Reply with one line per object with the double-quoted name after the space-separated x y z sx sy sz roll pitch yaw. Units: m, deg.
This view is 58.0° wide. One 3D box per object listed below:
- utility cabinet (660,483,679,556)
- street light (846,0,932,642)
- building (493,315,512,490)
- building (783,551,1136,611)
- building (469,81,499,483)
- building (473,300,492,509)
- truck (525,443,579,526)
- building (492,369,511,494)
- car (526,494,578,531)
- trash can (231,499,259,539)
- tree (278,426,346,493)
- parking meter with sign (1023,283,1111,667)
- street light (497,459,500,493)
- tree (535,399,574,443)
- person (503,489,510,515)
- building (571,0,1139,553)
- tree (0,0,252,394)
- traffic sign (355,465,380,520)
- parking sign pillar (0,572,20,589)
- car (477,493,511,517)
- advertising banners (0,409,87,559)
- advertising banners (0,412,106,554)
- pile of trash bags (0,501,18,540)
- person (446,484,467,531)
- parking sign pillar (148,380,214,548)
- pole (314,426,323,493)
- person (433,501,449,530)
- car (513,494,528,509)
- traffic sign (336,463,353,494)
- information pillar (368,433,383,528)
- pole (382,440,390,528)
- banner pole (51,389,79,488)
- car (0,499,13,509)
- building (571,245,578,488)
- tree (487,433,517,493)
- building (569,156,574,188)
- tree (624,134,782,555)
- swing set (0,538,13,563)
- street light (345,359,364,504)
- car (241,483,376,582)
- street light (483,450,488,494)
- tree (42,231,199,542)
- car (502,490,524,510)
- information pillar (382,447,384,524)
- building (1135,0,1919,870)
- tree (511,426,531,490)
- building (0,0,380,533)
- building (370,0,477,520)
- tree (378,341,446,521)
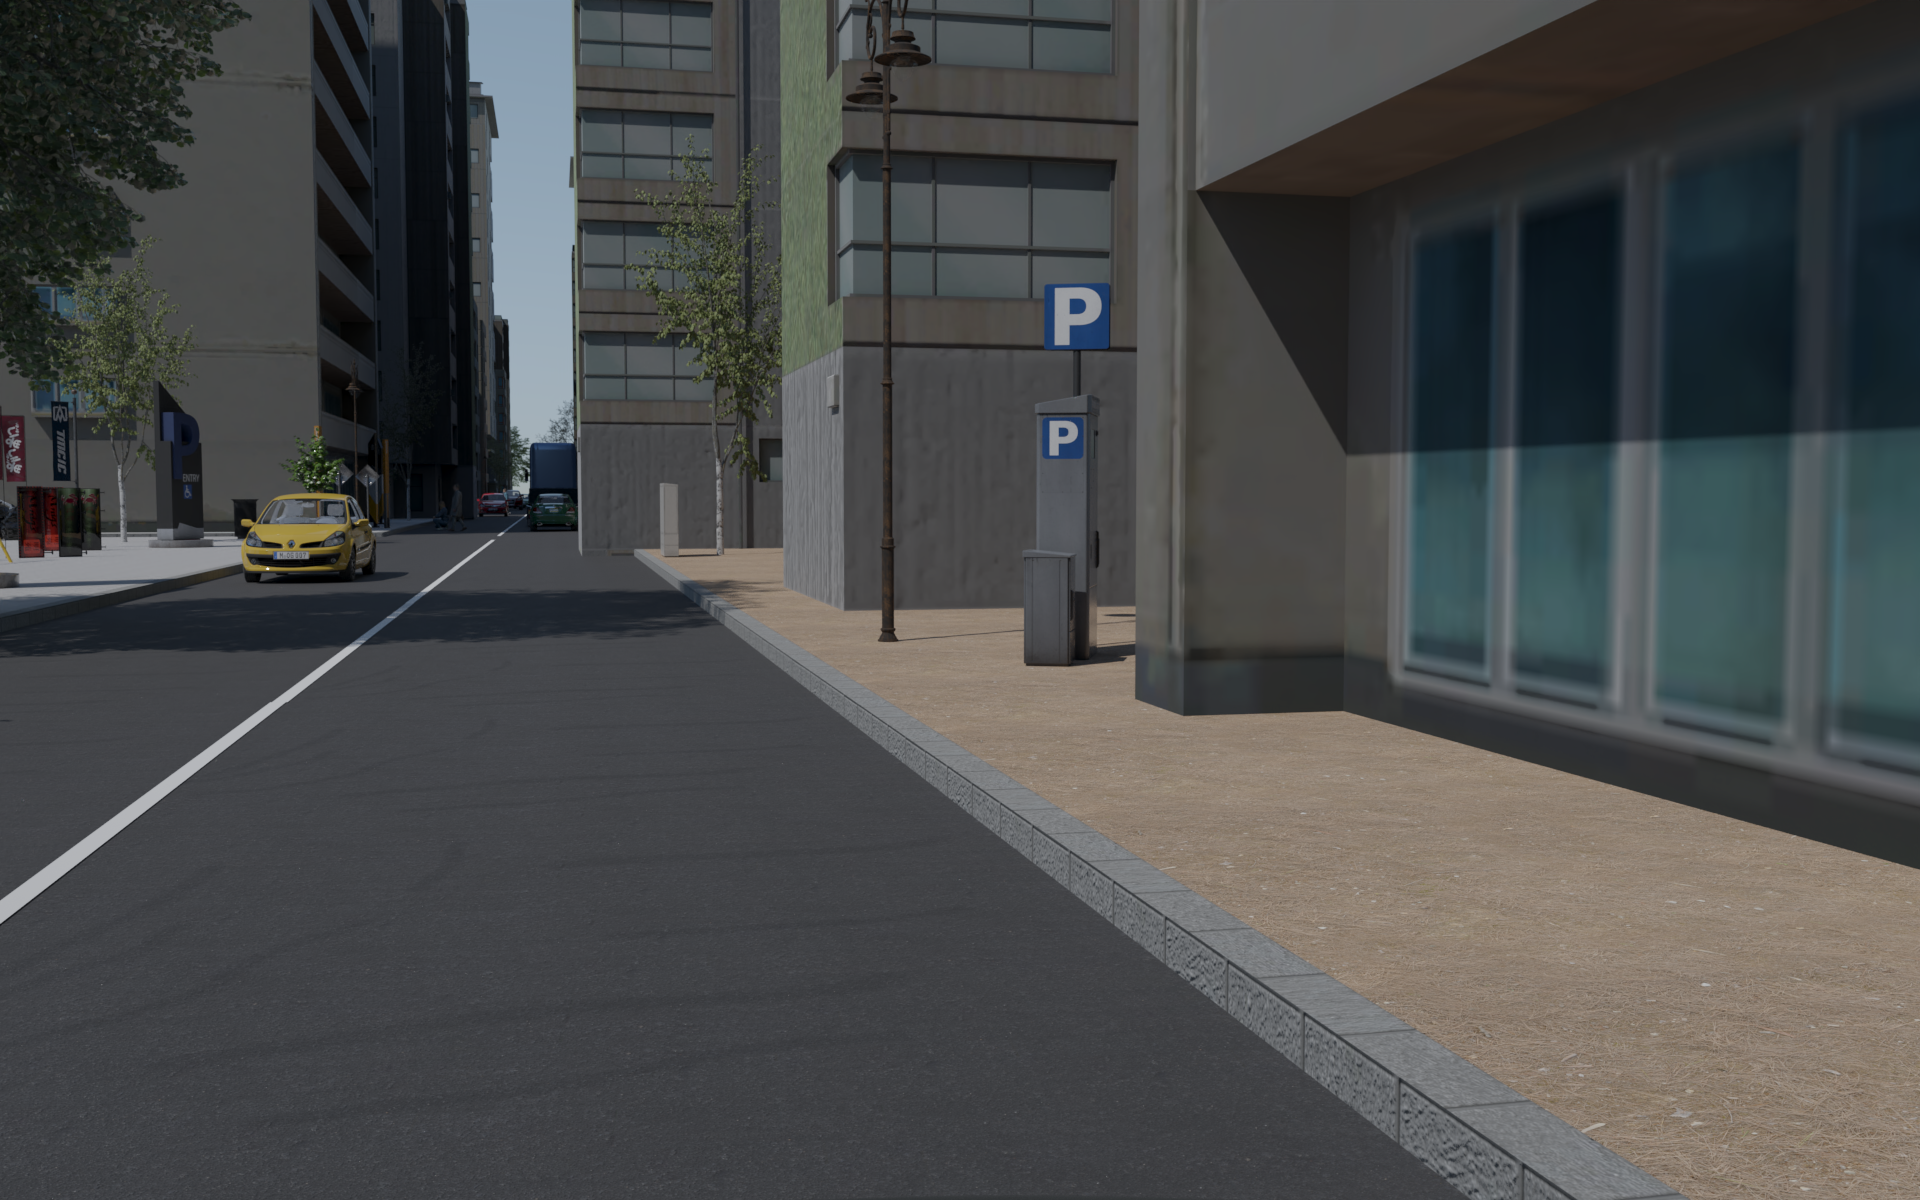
-5.967 -1.647 35.610 0.318 1.500 1.173 -1 4 -13 "utility cabinet"
-0.626 -2.575 14.895 0.468 5.910 1.993 -1 4 -13 "street light"
-78.452 -30.699 273.635 14.160 30.474 14.107 -1 4 -13 "building"
4.002 -20.941 25.982 14.154 41.232 14.086 -1 4 -13 "building"
-74.176 -38.763 223.007 28.713 52.752 27.495 -1 4 -13 "building"
-59.453 -19.471 163.390 27.650 21.520 28.899 -1 4 -13 "building"
-19.925 -5.822 84.955 2.967 4.110 18.799 -1 4 -13 "truck"
-79.912 -24.862 251.525 27.650 21.520 28.899 -1 4 -13 "building"
-15.997 -3.452 68.233 2.131 1.459 4.920 -1 4 -13 "car"
-20.452 -2.319 49.565 0.748 1.137 0.748 0 3 0 "trash can"
-18.322 -3.360 49.538 1.663 3.219 1.824 0 3 0 "tree"
0.823 -1.061 13.617 0.543 3.016 1.738 1 4 10 "parking meter with sign"
-57.271 -14.828 215.219 0.468 5.910 1.993 -1 4 -13 "street light"
-48.175 -18.778 217.393 12.009 13.543 11.850 0 3 0 "tree"
-29.945 -6.458 114.434 0.444 1.785 0.601 0 4 6 "person"
-3.436 -22.220 46.884 14.154 41.232 14.086 -1 4 -13 "building"
-11.018 -6.704 16.271 9.857 13.997 8.962 0 3 0 "tree"
-20.263 -3.402 59.270 0.795 2.450 0.064 -1 4 -13 "traffic sign"
-13.690 -2.148 23.584 1.447 3.967 1.447 -2 4 -32 "parking sign pillar"
-29.844 -6.223 110.781 2.155 1.783 4.494 -1 4 -14 "car"
-18.617 -2.356 34.705 0.090 3.025 2.074 3 5 40 "advertising banners"
-20.358 -2.610 38.857 2.074 3.025 0.090 -2 4 -29 "advertising banners"
-27.578 -2.315 47.609 3.447 1.369 1.912 -3 5 -42 "pile of trash bags"
-19.478 -3.571 66.981 0.767 1.812 0.694 -1 4 -10 "person"
-18.801 -3.255 41.696 1.447 3.967 1.447 0 4 8 "parking sign pillar"
-19.194 -3.549 51.866 0.158 3.312 0.155 0 3 0 "pole"
-20.795 -3.370 69.093 0.738 1.151 1.012 0 4 -2 "person"
-42.693 -9.803 169.075 1.959 1.807 4.718 -1 4 -15 "car"
-18.440 -2.927 51.495 0.795 2.450 0.064 -1 4 -13 "traffic sign"
-22.435 -4.579 66.218 0.504 3.616 0.183 3 4 39 "information pillar"
-21.468 -4.340 64.795 0.158 3.312 0.155 0 3 0 "pole"
-21.256 -3.135 41.267 0.401 3.779 0.863 2 4 25 "banner pole"
-29.975 -2.623 53.111 3.980 1.641 2.015 -1 4 -11 "car"
-38.231 -26.385 203.090 14.160 30.474 14.107 -1 4 -13 "building"
-55.290 -15.740 207.717 4.360 8.622 3.978 0 3 0 "tree"
-44.791 -41.353 265.356 28.713 52.752 27.495 -1 4 -13 "building"
-4.829 -5.259 36.351 4.737 8.622 4.395 0 3 0 "tree"
-19.021 -2.036 30.911 2.862 2.851 3.119 0 4 -6 "swing set"
-20.735 -5.302 59.470 0.468 5.910 1.993 -1 4 -13 "street light"
-11.020 -1.175 29.431 2.015 1.641 3.980 -1 4 -11 "car"
-47.156 -12.192 172.124 0.468 5.910 1.993 -1 4 -13 "street light"
-22.208 -5.834 45.751 4.737 8.622 4.395 0 3 0 "tree"
-40.442 -9.013 156.032 2.281 1.827 5.304 -1 4 -13 "car"
-24.520 -5.014 73.333 0.183 3.616 0.504 -3 4 -36 "information pillar"
13.857 -23.111 1.569 21.300 48.544 21.600 -1 4 -13 "building"
-74.415 -22.582 287.343 7.486 12.596 7.792 0 3 0 "tree"
-34.516 -27.008 65.278 21.300 48.544 21.600 -1 4 -13 "building"
-33.620 -19.623 92.542 14.160 30.474 14.107 -1 4 -13 "building"
-26.760 -8.125 83.211 4.360 8.622 3.978 0 3 0 "tree"
